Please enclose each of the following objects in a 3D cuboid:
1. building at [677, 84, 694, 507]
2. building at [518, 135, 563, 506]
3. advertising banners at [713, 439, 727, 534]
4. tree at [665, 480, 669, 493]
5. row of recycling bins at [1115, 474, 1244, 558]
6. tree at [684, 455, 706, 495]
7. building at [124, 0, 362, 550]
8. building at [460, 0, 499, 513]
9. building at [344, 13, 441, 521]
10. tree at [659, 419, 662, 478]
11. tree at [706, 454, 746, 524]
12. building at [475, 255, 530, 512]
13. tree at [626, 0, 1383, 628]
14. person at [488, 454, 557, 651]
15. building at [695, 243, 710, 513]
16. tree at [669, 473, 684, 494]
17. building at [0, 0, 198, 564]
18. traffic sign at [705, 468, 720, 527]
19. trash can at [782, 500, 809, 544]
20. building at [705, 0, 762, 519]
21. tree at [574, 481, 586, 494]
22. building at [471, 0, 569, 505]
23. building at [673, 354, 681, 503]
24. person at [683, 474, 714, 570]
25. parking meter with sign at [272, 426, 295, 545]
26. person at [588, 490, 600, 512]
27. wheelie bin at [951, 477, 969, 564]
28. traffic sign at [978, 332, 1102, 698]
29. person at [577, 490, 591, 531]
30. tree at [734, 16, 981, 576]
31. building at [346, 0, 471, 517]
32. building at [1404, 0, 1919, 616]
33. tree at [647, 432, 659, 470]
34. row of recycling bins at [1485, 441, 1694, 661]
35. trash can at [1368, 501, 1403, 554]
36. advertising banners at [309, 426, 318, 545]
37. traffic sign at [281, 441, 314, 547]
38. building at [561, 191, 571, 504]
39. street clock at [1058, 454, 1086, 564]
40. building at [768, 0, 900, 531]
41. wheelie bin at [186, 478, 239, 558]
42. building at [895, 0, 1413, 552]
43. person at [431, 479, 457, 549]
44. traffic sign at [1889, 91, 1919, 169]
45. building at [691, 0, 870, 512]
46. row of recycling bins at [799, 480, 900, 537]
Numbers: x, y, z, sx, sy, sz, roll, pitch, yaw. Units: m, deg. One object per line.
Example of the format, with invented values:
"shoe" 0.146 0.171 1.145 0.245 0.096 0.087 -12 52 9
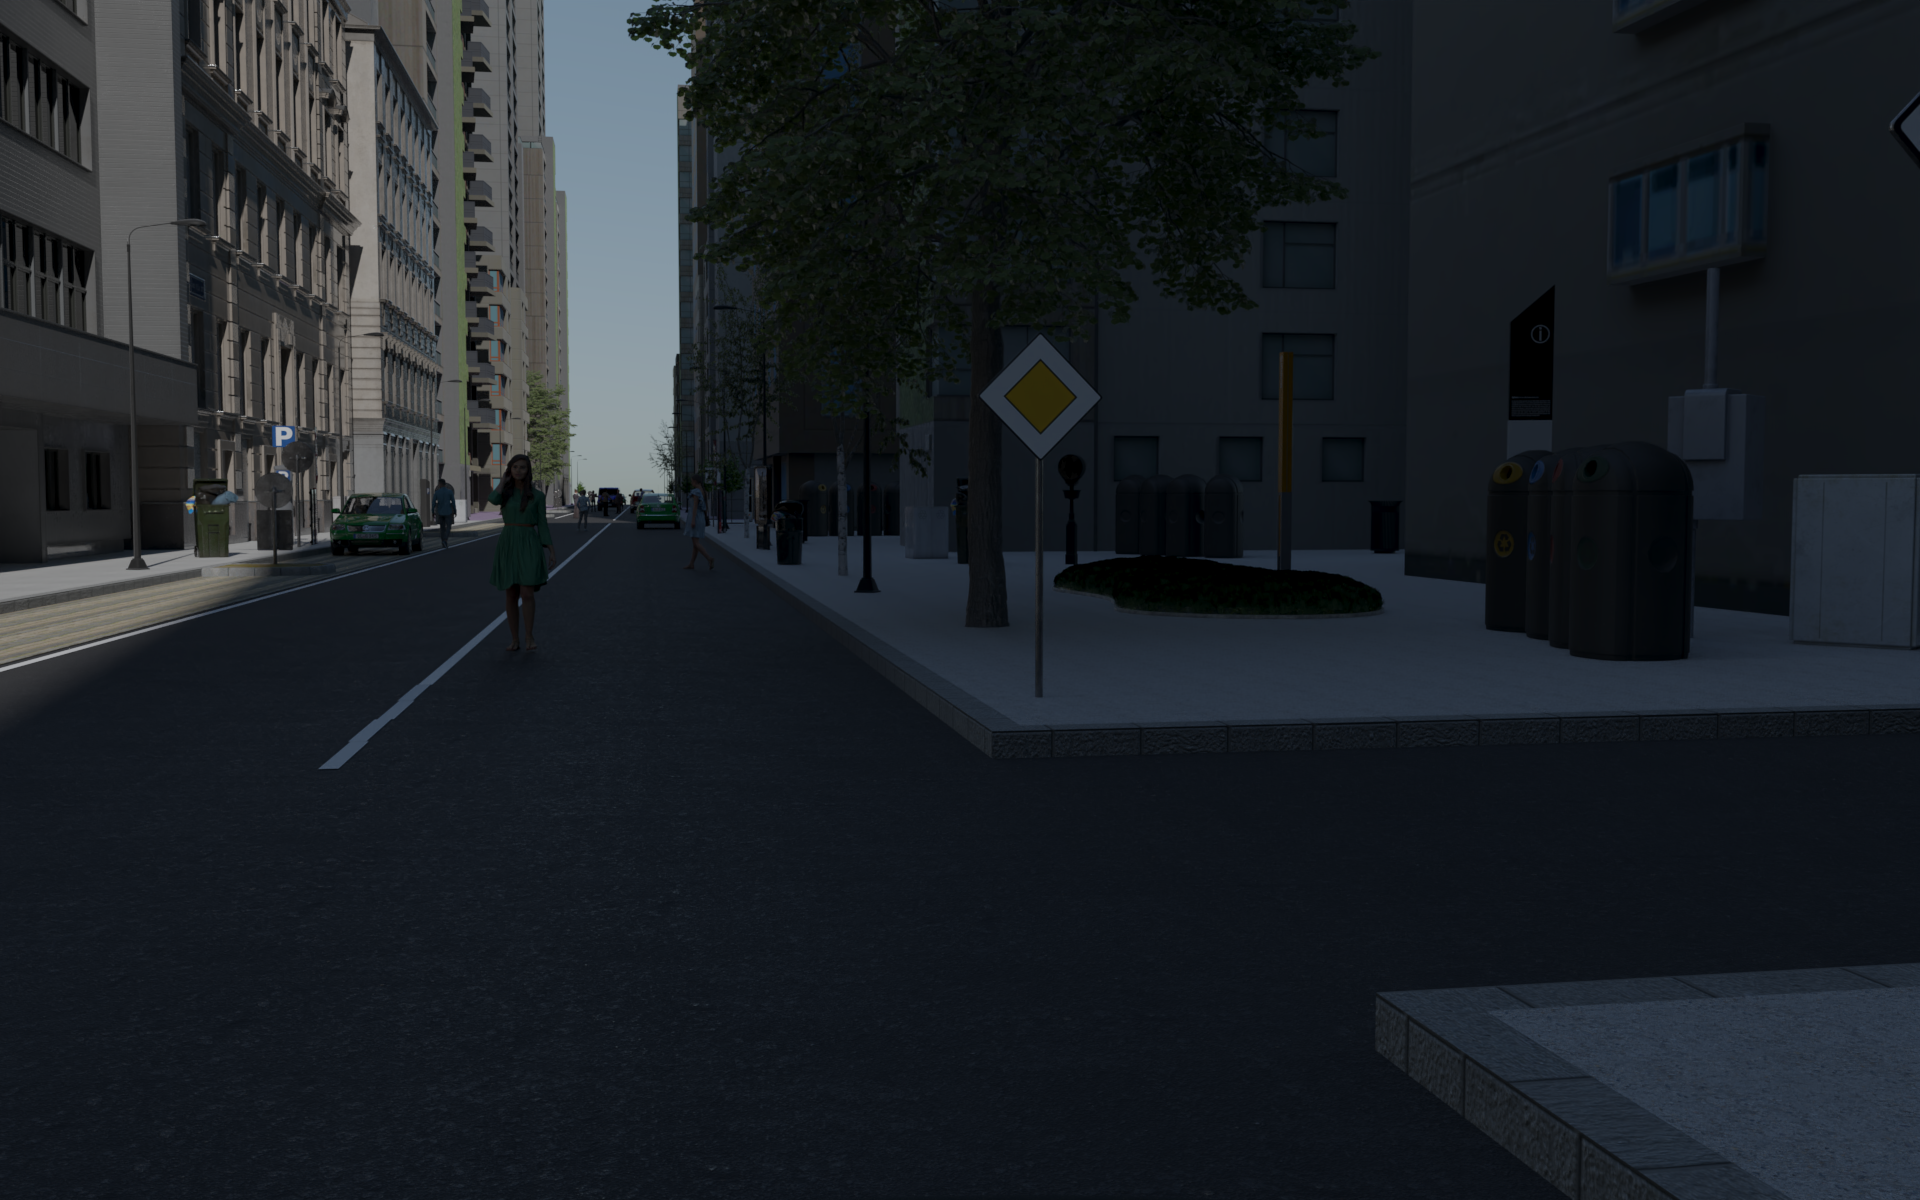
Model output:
"building" -21.766 -30.216 177.632 14.154 41.232 14.086 -1 4 -10
"building" -51.975 -31.056 191.367 14.154 41.232 14.086 -1 4 -10
"advertising banners" -7.821 -3.680 56.357 0.090 3.025 2.074 0 4 3
"tree" -31.987 -12.055 191.705 1.663 3.219 1.824 0 3 0
"row of recycling bins" 4.497 -1.761 35.904 1.069 1.692 3.534 -2 4 -35
"tree" -12.780 -5.623 86.534 1.663 3.219 1.824 0 3 0
"building" -25.547 -15.450 49.873 12.463 27.353 25.104 -1 4 -10
"building" -41.176 -27.748 108.306 22.147 44.769 28.867 -1 4 -10
"building" -27.770 -13.652 72.358 9.793 20.994 18.267 -1 4 -10
"tree" -6.223 -6.127 50.540 4.360 8.622 3.978 0 3 0
"tree" -9.991 -4.899 74.704 1.663 3.219 1.824 0 3 0
"building" -49.349 -17.882 137.404 27.650 21.520 28.899 -1 4 -10
"tree" 0.554 -5.995 16.143 7.486 12.596 7.792 0 3 0
"person" -3.995 -0.430 15.780 0.600 1.795 0.529 -1 4 -18
"building" -5.940 -17.646 133.555 27.650 21.520 28.899 -1 4 -10
"tree" -21.742 -8.732 137.377 1.663 3.219 1.824 0 3 0
"building" -21.185 -12.425 22.212 14.314 24.678 30.058 -1 4 -10
"traffic sign" -9.607 -3.993 67.412 0.606 2.300 0.079 0 4 -2
"trash can" -4.258 -2.036 44.943 0.748 1.137 0.748 0 3 0
"building" -4.402 -34.251 102.007 21.231 58.520 28.212 -1 4 -10
"tree" -52.704 -15.000 239.844 1.663 3.219 1.824 0 3 0
"building" -57.844 -47.017 206.986 20.563 71.187 20.611 -1 4 -10
"building" -23.792 -23.528 229.727 27.650 21.520 28.899 -1 4 -10
"person" -4.918 -1.478 32.762 0.778 1.811 0.616 2 4 31
"parking meter with sign" -16.990 -2.887 43.471 0.543 3.016 1.738 -1 4 -18
"person" -29.170 -7.863 137.768 1.217 1.736 0.721 -1 4 -17
"wheelie bin" 0.286 -1.468 31.902 0.980 1.594 0.693 1 4 10
"traffic sign" 0.496 -0.442 10.872 0.795 2.450 0.064 -1 4 -10
"person" -14.677 -3.504 67.593 0.589 1.601 0.330 1 4 8
"tree" -1.658 -4.678 26.852 4.360 8.622 3.978 0 3 0
"building" -33.098 -24.724 87.835 14.154 41.232 14.086 -1 4 -10
"building" 18.119 -24.449 23.449 21.600 48.544 21.300 -1 4 -10
"tree" -27.823 -13.265 167.245 4.360 8.622 3.978 0 3 0
"row of recycling bins" 5.386 -0.480 14.959 1.069 1.692 3.534 0 4 3
"trash can" 9.186 -1.576 37.426 0.748 1.137 0.748 0 3 0
"advertising banners" -16.522 -2.943 44.308 0.090 3.025 2.074 -1 4 -15
"traffic sign" -15.951 -2.545 41.717 0.768 2.556 0.104 0 4 -2
"building" -58.465 -33.161 225.777 14.154 41.232 14.086 -1 4 -10
"street clock" 2.036 -1.652 31.575 0.471 2.002 0.358 1 4 20
"building" -0.667 -25.451 66.229 14.600 45.320 14.200 -1 4 -10
"wheelie bin" -15.130 -1.663 35.095 0.980 1.594 0.693 -2 4 -30
"building" 5.100 -22.100 44.937 14.154 41.232 14.086 -1 4 -10
"person" -13.658 -2.286 45.732 0.638 1.841 0.748 0 4 4
"traffic sign" 1.929 0.038 3.016 0.795 2.450 0.064 -1 4 -10
"building" -16.396 -30.745 152.791 14.600 45.320 14.200 -1 4 -10
"row of recycling bins" -3.219 -2.811 53.074 3.534 1.692 1.069 -1 4 -22
